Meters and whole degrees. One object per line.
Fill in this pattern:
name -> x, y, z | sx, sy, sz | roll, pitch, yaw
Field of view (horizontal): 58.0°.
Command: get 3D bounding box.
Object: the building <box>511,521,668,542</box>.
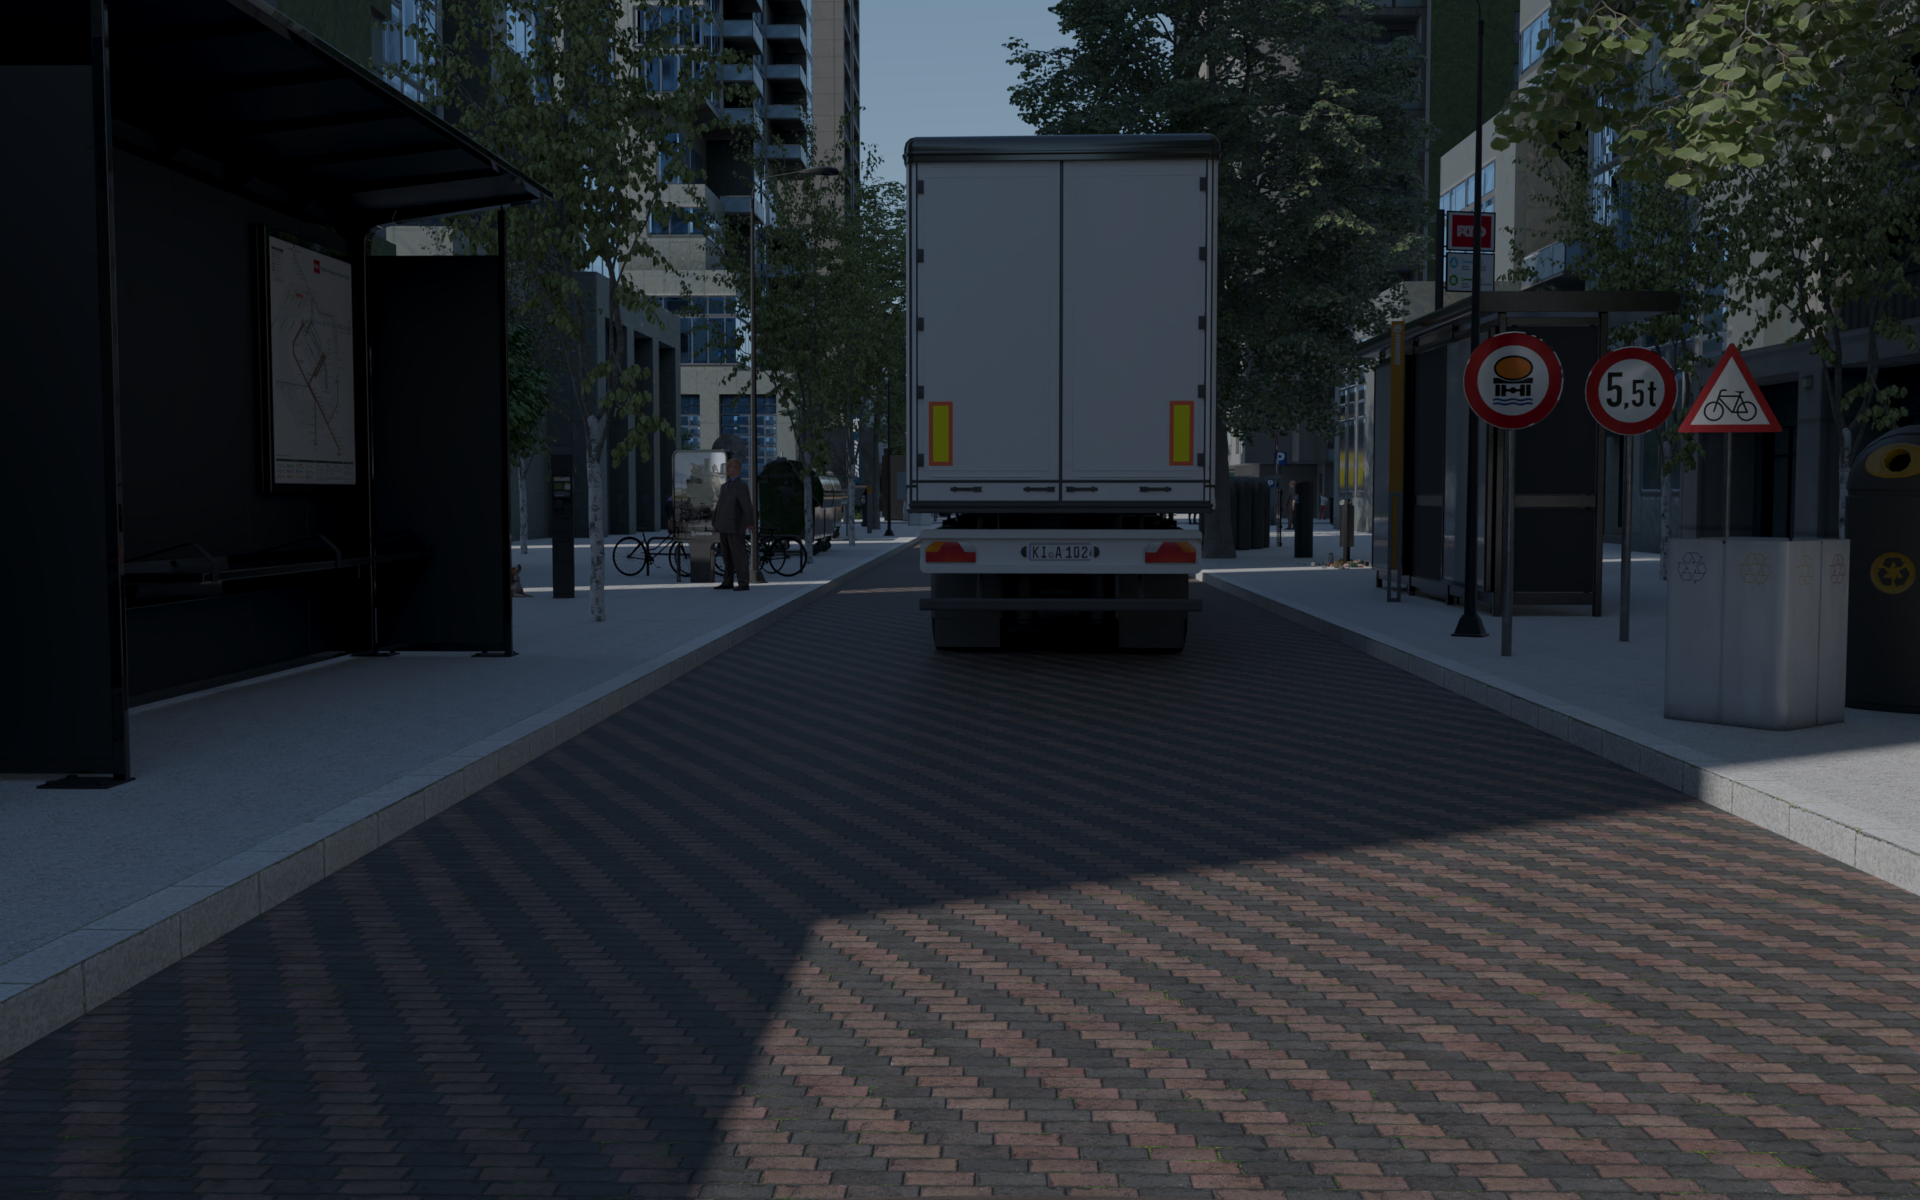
building -> -25.947, -45.100, 50.064 | 31.000, 86.520, 22.319 | 0, 4, 1

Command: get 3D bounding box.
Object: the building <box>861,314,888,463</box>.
building -> -15.488, -20.100, 185.056 | 16.016, 20.091, 11.380 | 0, 4, 1

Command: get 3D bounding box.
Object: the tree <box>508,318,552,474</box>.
tree -> -7.807, -2.628, 26.677 | 4.285, 4.588, 4.351 | 0, 3, 0

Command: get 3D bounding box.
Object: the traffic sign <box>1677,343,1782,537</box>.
traffic sign -> 6.639, -0.917, 15.003 | 0.884, 2.594, 0.081 | 0, 4, 3

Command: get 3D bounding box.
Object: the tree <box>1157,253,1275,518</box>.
tree -> 5.909, -7.653, 50.875 | 9.928, 11.665, 9.643 | 0, 3, 0

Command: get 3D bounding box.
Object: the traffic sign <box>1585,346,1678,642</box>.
traffic sign -> 5.788, -0.912, 15.014 | 0.768, 2.556, 0.104 | 1, 4, 8

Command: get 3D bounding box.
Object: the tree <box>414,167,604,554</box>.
tree -> -9.414, -5.274, 36.597 | 4.360, 8.622, 3.978 | 0, 3, 0

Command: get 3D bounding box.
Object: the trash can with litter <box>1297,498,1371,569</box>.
trash can with litter -> 6.676, -1.194, 30.577 | 1.678, 1.210, 2.233 | 1, 4, 20

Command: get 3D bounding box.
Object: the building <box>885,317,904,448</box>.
building -> -23.249, -22.428, 210.679 | 32.646, 21.610, 27.936 | 0, 4, 1

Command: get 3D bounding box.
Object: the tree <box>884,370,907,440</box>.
tree -> -0.313, -12.459, 129.460 | 9.928, 11.665, 9.643 | 0, 3, 0

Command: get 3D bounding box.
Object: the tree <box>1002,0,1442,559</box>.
tree -> 5.196, -7.801, 34.206 | 9.857, 13.997, 8.962 | 0, 3, 0

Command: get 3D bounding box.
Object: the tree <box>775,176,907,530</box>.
tree -> -2.702, -8.817, 62.290 | 7.486, 12.596, 7.792 | 0, 3, 0

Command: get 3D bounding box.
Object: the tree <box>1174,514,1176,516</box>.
tree -> 12.609, -9.249, 101.589 | 4.360, 8.622, 3.978 | 0, 3, 0

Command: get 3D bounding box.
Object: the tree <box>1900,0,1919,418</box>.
tree -> 10.347, -4.284, 20.400 | 4.737, 8.622, 4.395 | 0, 3, 0

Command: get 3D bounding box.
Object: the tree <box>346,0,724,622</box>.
tree -> -3.792, -4.075, 16.993 | 4.737, 8.622, 4.395 | 0, 3, 0

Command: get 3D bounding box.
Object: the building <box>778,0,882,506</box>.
building -> -16.335, -42.799, 138.023 | 20.563, 71.187, 20.611 | 0, 4, 1

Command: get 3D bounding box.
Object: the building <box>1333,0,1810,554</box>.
building -> 24.426, -44.787, 44.947 | 22.319, 86.520, 31.000 | 0, 4, 1

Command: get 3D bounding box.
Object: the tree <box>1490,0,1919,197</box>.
tree -> 4.600, -5.398, 6.381 | 7.486, 12.596, 7.792 | 0, 3, 0

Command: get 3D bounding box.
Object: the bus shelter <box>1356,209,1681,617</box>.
bus shelter -> 6.476, -2.725, 22.191 | 2.179, 5.291, 8.768 | 0, 4, 1

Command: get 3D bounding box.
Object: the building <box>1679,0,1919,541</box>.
building -> 23.370, -35.561, 19.676 | 20.563, 71.187, 20.611 | 0, 4, 1

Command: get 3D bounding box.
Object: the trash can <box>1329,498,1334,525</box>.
trash can -> 15.561, -3.657, 71.442 | 0.748, 1.137, 0.748 | 0, 3, 0

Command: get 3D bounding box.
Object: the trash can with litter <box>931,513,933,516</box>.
trash can with litter -> -2.448, -5.438, 99.970 | 2.233, 1.210, 1.678 | 1, 4, 8

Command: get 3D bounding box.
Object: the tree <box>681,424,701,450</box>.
tree -> -11.796, -5.108, 67.226 | 4.285, 4.588, 4.351 | 0, 3, 0

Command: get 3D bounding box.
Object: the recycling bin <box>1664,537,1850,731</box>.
recycling bin -> 4.506, 0.168, 9.808 | 0.722, 1.027, 0.722 | -3, 4, -37

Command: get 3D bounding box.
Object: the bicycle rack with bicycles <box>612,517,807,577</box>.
bicycle rack with bicycles -> -3.650, -0.860, 27.444 | 2.925, 0.926, 2.852 | 2, 4, 26

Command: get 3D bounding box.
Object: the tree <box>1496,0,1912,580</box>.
tree -> 10.264, -4.595, 25.492 | 4.737, 8.622, 4.395 | 0, 3, 0

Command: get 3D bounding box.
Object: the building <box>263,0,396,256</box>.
building -> -17.738, -20.873, 24.871 | 14.154, 41.232, 14.086 | 0, 4, 1

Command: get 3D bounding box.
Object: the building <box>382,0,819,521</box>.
building -> -19.373, -48.392, 103.877 | 22.319, 86.520, 31.000 | 0, 4, 1

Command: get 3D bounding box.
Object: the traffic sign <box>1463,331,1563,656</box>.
traffic sign -> 4.331, -0.828, 13.651 | 0.768, 2.556, 0.104 | 0, 4, 5

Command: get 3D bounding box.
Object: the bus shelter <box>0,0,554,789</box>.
bus shelter -> -4.117, -1.181, 10.597 | 1.731, 3.624, 6.357 | 0, 4, 2

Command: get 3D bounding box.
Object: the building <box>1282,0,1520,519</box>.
building -> 21.831, -25.050, 93.159 | 14.086, 41.232, 14.154 | 0, 4, 1

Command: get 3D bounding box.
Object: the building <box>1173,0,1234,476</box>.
building -> 25.800, -30.052, 115.059 | 21.300, 48.544, 21.600 | 0, 4, 1

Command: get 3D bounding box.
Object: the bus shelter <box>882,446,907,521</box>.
bus shelter -> -2.789, -5.761, 85.469 | 1.731, 3.624, 6.357 | 0, 4, 1

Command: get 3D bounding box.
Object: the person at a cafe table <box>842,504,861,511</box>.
person at a cafe table -> -6.556, -5.307, 95.289 | 1.698, 1.524, 1.622 | -2, 4, -32

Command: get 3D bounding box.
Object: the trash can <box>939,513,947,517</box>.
trash can -> -0.884, -5.226, 97.102 | 0.748, 1.137, 0.748 | 0, 3, 0
